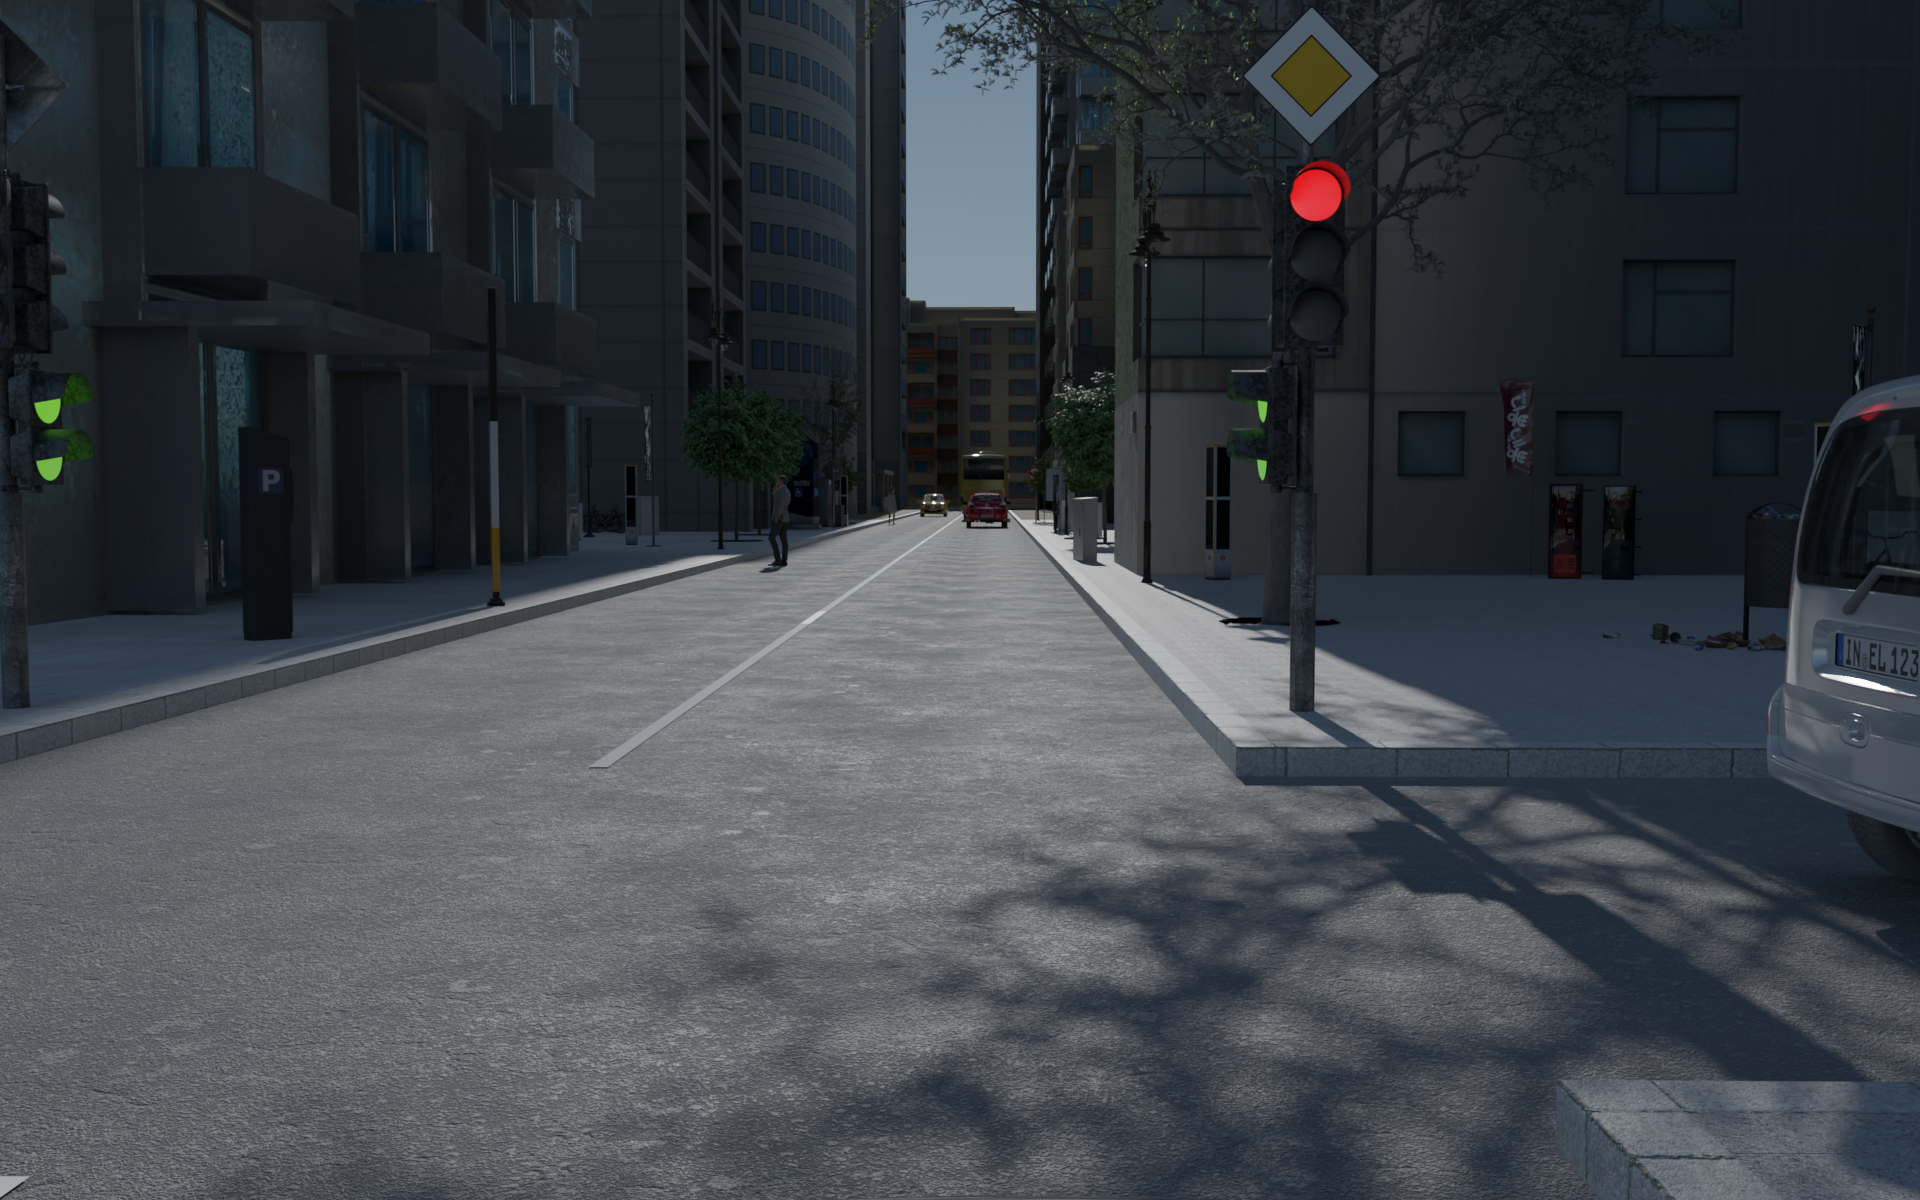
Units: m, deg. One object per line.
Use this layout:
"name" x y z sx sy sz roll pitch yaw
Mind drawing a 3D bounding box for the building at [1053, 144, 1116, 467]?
"building" 19.731 -15.595 100.017 27.650 21.520 28.899 0 4 1

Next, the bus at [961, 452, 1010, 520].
"bus" 1.457 -6.625 99.870 2.896 3.916 12.252 0 4 2

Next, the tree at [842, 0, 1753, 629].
"tree" 3.215 -6.494 16.551 12.009 13.543 11.850 0 3 0

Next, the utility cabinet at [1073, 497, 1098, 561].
"utility cabinet" 2.409 -1.364 33.463 0.306 1.237 1.020 0 4 -7

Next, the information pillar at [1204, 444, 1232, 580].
"information pillar" 3.853 -1.306 25.840 0.304 2.012 0.304 -1 4 -22

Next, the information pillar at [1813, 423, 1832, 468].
"information pillar" 9.035 -0.821 17.918 0.304 2.012 0.304 -2 4 -34

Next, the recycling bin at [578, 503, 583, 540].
"recycling bin" -10.884 -2.179 48.179 0.722 1.027 0.722 -1 4 -8

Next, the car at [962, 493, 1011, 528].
"car" 1.151 -4.039 75.081 2.155 1.783 4.494 0 4 0

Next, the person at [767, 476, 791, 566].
"person" -3.620 -1.587 34.630 0.473 1.802 0.592 1 4 23

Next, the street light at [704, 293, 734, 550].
"street light" -5.543 -4.108 39.955 0.468 5.910 1.993 0 4 1

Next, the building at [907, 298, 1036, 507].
"building" -5.439 -20.720 183.812 28.899 21.520 27.650 0 4 1

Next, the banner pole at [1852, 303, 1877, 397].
"banner pole" 11.805 -1.999 22.695 0.863 3.779 0.401 -3 5 -44

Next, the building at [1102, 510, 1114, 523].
"building" 15.939 -46.183 67.765 22.319 86.520 31.000 0 4 1

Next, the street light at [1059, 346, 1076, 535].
"street light" 3.345 -4.985 54.298 0.468 5.910 1.993 0 4 1

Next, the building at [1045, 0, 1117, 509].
"building" 17.746 -31.191 129.582 23.786 49.044 30.456 0 4 1

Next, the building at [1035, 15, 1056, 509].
"building" 13.743 -30.700 152.060 14.600 45.320 14.200 0 4 1

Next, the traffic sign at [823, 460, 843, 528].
"traffic sign" -4.746 -3.960 64.852 0.768 2.556 0.104 0 4 7

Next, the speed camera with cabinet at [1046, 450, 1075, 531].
"speed camera with cabinet" 3.514 -4.056 60.647 0.660 3.252 2.038 1 4 17

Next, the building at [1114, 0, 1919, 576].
"building" 9.950 -21.366 32.930 14.154 41.232 14.086 0 4 1

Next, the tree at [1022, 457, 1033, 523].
"tree" 3.524 -4.919 75.025 1.663 3.219 1.824 0 3 0

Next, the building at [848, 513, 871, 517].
"building" -16.621 -34.069 99.028 21.231 58.520 28.212 0 4 1

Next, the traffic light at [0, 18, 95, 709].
"traffic light" -5.651 -1.307 10.283 0.839 4.253 0.868 0 4 1

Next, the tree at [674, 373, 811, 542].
"tree" -6.035 -3.858 46.797 4.285 4.588 4.351 0 3 0

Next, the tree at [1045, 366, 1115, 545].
"tree" 3.798 -3.720 44.535 4.285 4.588 4.351 0 3 0

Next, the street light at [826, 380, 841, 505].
"street light" -5.071 -5.908 69.377 0.468 5.910 1.993 0 4 1

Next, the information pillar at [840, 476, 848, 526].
"information pillar" -4.603 -3.931 68.763 0.304 2.012 0.304 0 4 0

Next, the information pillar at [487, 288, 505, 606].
"information pillar" -5.375 -1.749 19.948 0.183 3.616 0.504 -1 4 -17

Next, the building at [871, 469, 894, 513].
"building" -21.277 -26.551 125.992 32.217 40.220 23.993 0 4 1

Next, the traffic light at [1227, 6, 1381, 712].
"traffic light" 2.009 -1.299 10.156 0.839 4.253 0.868 0 4 1

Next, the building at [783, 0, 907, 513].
"building" -18.838 -37.136 149.177 28.212 58.520 21.231 0 4 1

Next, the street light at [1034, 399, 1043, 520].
"street light" 3.809 -6.820 84.289 0.468 5.910 1.993 0 4 1

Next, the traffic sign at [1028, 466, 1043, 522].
"traffic sign" 3.399 -4.724 77.341 0.768 2.556 0.104 0 4 4

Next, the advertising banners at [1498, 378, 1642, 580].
"advertising banners" 9.163 -1.828 26.072 2.074 3.025 0.090 1 4 20

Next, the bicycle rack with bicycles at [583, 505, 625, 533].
"bicycle rack with bicycles" -11.699 -2.667 56.988 2.925 0.926 2.852 0 4 -6

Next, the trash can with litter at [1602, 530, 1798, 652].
"trash can with litter" 6.622 -0.225 14.743 1.678 1.210 2.233 -3 4 -37

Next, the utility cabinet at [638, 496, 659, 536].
"utility cabinet" -9.778 -2.616 53.932 0.306 1.237 1.020 2 4 24

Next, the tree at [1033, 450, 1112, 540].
"tree" 3.355 -3.321 48.904 1.663 3.219 1.824 0 3 0

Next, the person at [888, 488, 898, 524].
"person" -3.211 -4.452 82.040 0.466 1.731 0.760 0 4 7

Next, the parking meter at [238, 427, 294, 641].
"parking meter" -6.107 -0.585 15.273 0.255 1.863 0.399 3 5 45

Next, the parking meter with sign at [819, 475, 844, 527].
"parking meter with sign" -5.379 -4.362 67.585 1.738 3.016 0.543 1 4 17

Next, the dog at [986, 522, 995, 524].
"dog" 1.502 -3.927 84.400 0.550 0.427 0.748 1 4 10

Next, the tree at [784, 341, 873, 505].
"tree" -6.037 -8.096 82.731 4.360 8.622 3.978 0 3 0

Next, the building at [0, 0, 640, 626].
"building" -18.418 -24.798 25.054 23.786 49.044 30.456 0 4 1

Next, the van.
"van" 4.950 0.085 5.629 4.112 2.044 2.013 0 4 1

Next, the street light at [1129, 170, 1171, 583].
"street light" 2.705 -3.186 24.880 0.468 5.910 1.993 0 4 1

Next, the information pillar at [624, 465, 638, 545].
"information pillar" -8.253 -2.386 43.501 0.304 2.012 0.304 0 4 -8

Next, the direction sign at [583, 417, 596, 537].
"direction sign" -11.001 -3.626 51.290 0.379 3.537 0.876 -1 4 -23

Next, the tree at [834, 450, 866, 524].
"tree" -5.098 -4.934 75.273 1.663 3.219 1.824 0 3 0

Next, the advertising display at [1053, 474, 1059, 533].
"advertising display" 3.170 -3.181 57.228 0.123 1.923 0.974 1 4 8

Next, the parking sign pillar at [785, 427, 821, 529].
"parking sign pillar" -5.805 -4.578 63.317 1.447 3.967 1.447 2 4 27

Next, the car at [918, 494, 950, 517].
"car" -1.666 -6.123 110.327 2.015 1.641 3.980 0 4 1

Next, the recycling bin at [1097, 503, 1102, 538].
"recycling bin" 3.810 -2.366 51.241 0.722 1.027 0.722 1 4 13

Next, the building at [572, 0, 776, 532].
"building" -17.137 -38.464 67.144 20.563 71.187 20.611 0 4 1

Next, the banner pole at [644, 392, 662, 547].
"banner pole" -7.619 -3.214 42.566 0.401 3.779 0.863 -2 4 -27
